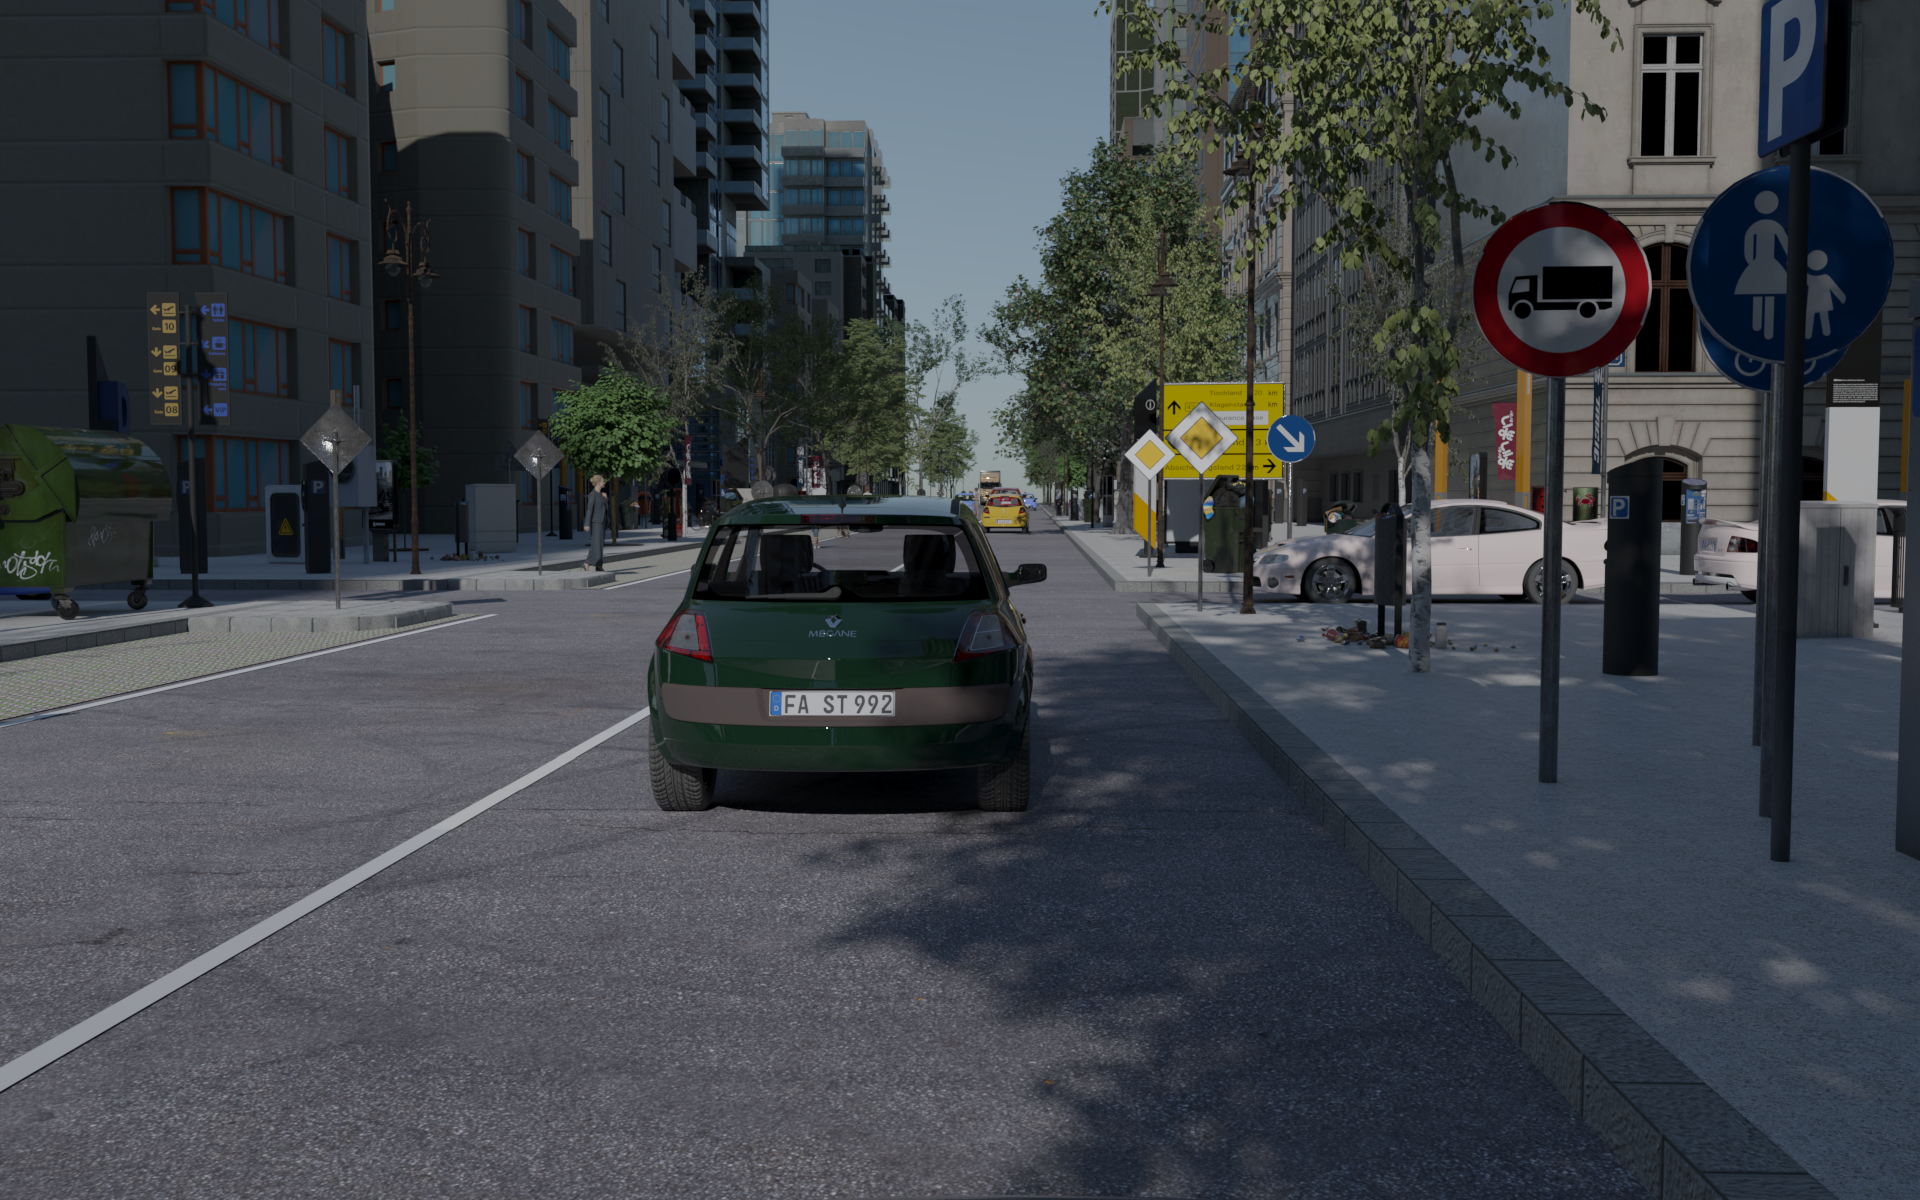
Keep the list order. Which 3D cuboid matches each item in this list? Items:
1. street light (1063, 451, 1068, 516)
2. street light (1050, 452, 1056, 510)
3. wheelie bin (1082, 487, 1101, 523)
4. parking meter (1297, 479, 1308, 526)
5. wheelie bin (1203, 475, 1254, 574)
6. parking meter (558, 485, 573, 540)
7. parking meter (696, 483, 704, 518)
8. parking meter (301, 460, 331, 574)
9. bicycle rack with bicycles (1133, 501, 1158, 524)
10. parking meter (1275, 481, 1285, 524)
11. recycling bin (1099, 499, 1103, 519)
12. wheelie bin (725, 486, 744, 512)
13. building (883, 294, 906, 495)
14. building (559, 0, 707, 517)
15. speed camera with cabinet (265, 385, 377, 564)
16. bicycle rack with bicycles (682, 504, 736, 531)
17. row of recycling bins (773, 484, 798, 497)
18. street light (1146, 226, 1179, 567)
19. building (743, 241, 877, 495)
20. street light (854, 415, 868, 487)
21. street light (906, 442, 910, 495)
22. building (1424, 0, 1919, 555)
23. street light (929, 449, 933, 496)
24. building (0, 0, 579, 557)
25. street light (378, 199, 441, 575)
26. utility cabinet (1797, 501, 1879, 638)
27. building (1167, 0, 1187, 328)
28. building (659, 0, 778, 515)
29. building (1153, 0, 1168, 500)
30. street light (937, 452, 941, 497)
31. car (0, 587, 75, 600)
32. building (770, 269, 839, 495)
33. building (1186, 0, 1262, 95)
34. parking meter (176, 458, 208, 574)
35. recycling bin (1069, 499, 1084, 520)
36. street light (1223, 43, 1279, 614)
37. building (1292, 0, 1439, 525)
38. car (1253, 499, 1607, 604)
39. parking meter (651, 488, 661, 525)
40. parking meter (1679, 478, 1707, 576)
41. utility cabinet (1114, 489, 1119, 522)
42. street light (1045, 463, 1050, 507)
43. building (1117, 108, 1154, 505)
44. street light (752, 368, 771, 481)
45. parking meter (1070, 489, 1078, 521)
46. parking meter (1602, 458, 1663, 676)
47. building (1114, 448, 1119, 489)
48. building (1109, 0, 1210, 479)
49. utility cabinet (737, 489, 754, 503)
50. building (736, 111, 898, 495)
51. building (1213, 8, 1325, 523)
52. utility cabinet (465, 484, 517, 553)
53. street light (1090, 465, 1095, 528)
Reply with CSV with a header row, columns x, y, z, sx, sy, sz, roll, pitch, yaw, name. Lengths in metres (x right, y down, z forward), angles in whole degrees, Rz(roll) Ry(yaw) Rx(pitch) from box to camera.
x,y,z,sx,sy,sz,roll,pitch,yaw,name
6.500,-8.256,107.772,0.468,5.910,1.993,0,4,2,street light
7.863,-10.393,142.706,0.468,5.910,1.993,0,4,2,street light
5.928,-4.280,77.882,0.693,1.594,0.980,-3,5,-43,wheelie bin
13.633,-3.872,69.010,0.399,1.863,0.255,-3,5,-39,parking meter
4.368,-1.241,28.195,0.693,1.594,0.980,3,5,41,wheelie bin
-11.116,-2.471,48.813,0.372,1.533,0.369,0,3,0,parking meter
-13.854,-5.296,92.293,0.399,1.863,0.255,-3,5,-45,parking meter
-10.385,-1.359,27.925,0.399,1.863,0.255,-2,4,-34,parking meter
8.848,-3.678,73.519,2.925,0.926,2.852,-3,4,-36,bicycle rack with bicycles
13.876,-4.247,75.155,0.399,1.863,0.255,1,4,17,parking meter
7.105,-4.629,88.244,0.722,1.027,0.722,-3,5,-41,recycling bin
-8.359,-3.432,64.027,0.693,1.594,0.980,-1,4,-12,wheelie bin
-15.230,-29.086,247.249,14.160,30.474,14.107,0,4,2,building
-28.768,-30.481,87.597,28.713,52.752,27.495,0,4,2,building
-11.703,-2.283,31.669,2.038,3.252,0.660,1,4,18,speed camera with cabinet
-8.248,-2.871,60.322,2.925,0.926,2.852,-3,5,-44,bicycle rack with bicycles
-7.233,-3.939,71.516,1.069,1.692,3.534,0,4,-2,row of recycling bins
3.506,-3.509,30.161,0.468,5.910,1.993,0,4,2,street light
-17.300,-26.324,202.100,14.160,30.474,14.107,0,4,2,building
-5.786,-7.744,99.401,0.468,5.910,1.993,0,4,2,street light
-4.214,-10.207,139.673,0.468,5.910,1.993,0,4,2,street light
29.628,-13.515,40.060,34.723,24.649,14.460,0,4,2,building
-2.946,-12.344,174.611,0.468,5.910,1.993,0,4,2,street light
-28.318,-12.510,49.576,27.650,21.520,28.899,0,4,2,building
-8.704,-3.348,27.522,0.468,5.910,1.993,0,4,2,street light
7.699,-0.268,15.552,1.020,1.237,0.306,-1,4,-13,utility cabinet
22.789,-27.518,133.511,14.154,41.232,14.086,0,4,2,building
-23.910,-49.176,116.694,22.319,86.520,31.000,0,4,2,building
27.729,-37.431,154.000,21.231,58.520,28.212,0,4,2,building
-2.295,-13.125,187.386,0.468,5.910,1.993,0,4,2,street light
-13.387,-0.773,22.234,3.694,1.707,1.945,0,4,3,car
-25.736,-18.570,148.666,27.650,21.520,28.899,0,4,2,building
23.066,-28.693,119.248,14.600,45.320,14.200,0,4,2,building
-12.376,-1.357,27.906,0.399,1.863,0.255,1,4,13,parking meter
5.743,-4.413,84.699,0.722,1.027,0.722,-1,4,-9,recycling bin
3.090,-2.790,18.407,0.468,5.910,1.993,0,4,2,street light
21.059,-16.541,63.949,14.314,27.812,24.014,0,4,2,building
6.186,-0.638,22.790,4.827,1.381,2.083,0,4,1,car
-12.801,-3.948,72.953,0.372,1.533,0.369,0,3,0,parking meter
11.605,-1.162,27.408,0.372,1.533,0.369,0,3,0,parking meter
7.451,-4.321,79.320,0.318,1.500,1.173,2,4,31,utility cabinet
9.286,-12.550,177.984,0.468,5.910,1.993,0,4,2,street light
25.542,-33.723,201.487,14.600,45.320,14.200,0,4,2,building
-7.257,-5.552,63.556,0.468,5.910,1.993,0,4,2,street light
5.463,-4.545,82.728,0.372,1.533,0.369,0,3,0,parking meter
4.785,-0.239,12.321,0.372,1.533,0.369,0,3,0,parking meter
31.210,-36.957,223.852,23.786,49.044,30.456,0,4,2,building
29.914,-49.593,249.097,20.563,71.187,20.611,0,4,2,building
-8.572,-3.668,68.651,1.173,1.500,0.318,0,4,-6,utility cabinet
-20.543,-36.961,223.917,23.786,49.044,30.456,0,4,2,building
20.435,-17.827,88.738,12.463,27.353,25.104,0,4,2,building
-10.190,-1.770,37.622,0.318,1.500,1.173,2,4,32,utility cabinet
5.008,-5.662,65.368,0.468,5.910,1.993,0,4,2,street light
